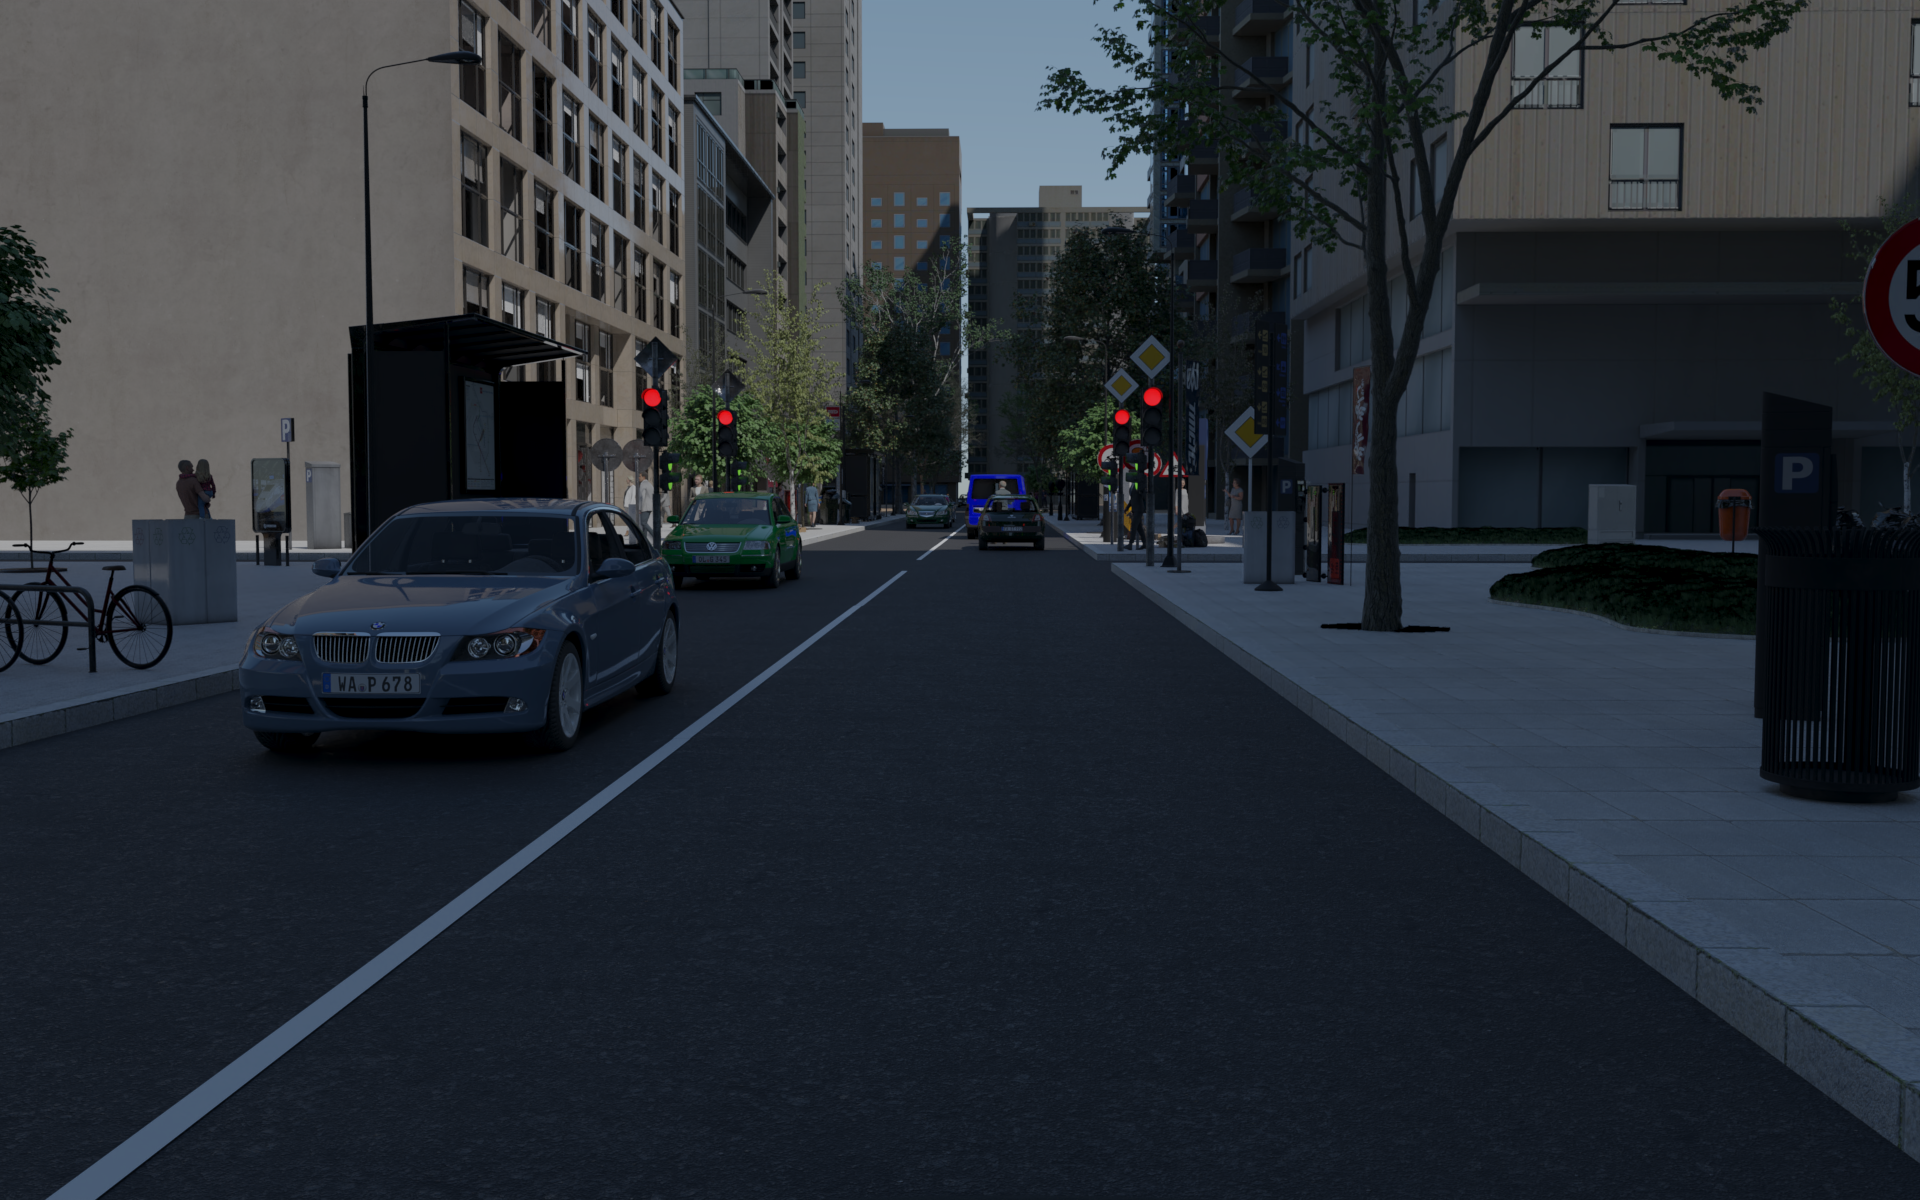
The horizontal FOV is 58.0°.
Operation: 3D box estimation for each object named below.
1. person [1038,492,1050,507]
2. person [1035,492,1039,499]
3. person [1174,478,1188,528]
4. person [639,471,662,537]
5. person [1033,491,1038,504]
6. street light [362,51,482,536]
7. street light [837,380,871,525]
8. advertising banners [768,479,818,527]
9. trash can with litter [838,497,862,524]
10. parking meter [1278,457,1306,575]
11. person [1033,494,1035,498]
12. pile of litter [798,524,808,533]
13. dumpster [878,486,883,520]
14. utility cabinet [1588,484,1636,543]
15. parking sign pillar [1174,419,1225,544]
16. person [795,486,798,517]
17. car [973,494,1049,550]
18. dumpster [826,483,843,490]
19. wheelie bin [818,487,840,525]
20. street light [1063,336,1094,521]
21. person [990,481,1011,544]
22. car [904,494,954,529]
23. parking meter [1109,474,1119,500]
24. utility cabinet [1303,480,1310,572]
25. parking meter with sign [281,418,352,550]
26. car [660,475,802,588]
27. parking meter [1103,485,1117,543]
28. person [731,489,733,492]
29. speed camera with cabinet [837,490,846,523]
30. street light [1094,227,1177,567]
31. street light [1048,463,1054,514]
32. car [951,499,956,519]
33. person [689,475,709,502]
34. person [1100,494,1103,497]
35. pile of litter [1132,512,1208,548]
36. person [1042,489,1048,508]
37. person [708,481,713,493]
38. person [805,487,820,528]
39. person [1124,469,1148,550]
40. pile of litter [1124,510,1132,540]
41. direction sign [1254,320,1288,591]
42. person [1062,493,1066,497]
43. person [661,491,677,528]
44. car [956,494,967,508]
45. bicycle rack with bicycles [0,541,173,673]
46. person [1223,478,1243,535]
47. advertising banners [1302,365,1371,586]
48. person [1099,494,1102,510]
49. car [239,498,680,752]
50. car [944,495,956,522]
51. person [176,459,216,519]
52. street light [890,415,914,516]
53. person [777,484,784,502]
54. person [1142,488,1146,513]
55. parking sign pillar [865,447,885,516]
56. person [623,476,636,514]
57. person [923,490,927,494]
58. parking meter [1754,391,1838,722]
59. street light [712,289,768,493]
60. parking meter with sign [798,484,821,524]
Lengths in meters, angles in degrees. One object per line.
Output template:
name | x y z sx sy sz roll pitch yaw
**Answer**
person | 8.565 -10.447 176.873 1.348 1.821 0.705 1 4 12
person | 7.864 -9.953 169.460 1.217 1.739 0.721 -1 4 -21
person | 6.326 -2.630 49.786 0.760 1.731 0.466 1 4 13
person | -7.676 -2.253 42.722 0.795 1.843 0.661 1 4 18
person | 7.626 -10.174 173.073 1.217 1.739 0.721 1 4 19
street light | -5.717 -2.802 18.349 1.470 5.913 1.316 0 4 2
street light | -4.331 -6.008 70.766 1.470 5.913 1.316 0 4 2
advertising banners | -6.581 -4.363 67.525 2.074 3.025 0.090 0 4 1
trash can with litter | -4.777 -3.900 75.155 1.055 1.170 0.624 1 4 19
parking meter | 5.256 -1.330 27.460 0.255 1.863 0.399 -3 5 -44
person | 7.861 -10.660 183.601 1.065 1.426 0.557 3 5 42
pile of litter | -5.668 -2.712 58.314 1.176 0.858 1.719 1 4 14
dumpster | -4.569 -4.961 86.871 1.264 1.857 1.865 0 4 2
utility cabinet | 14.845 -1.879 39.406 1.173 1.500 0.318 -2 4 -26
parking sign pillar | 6.175 -3.459 45.032 1.447 3.967 1.447 1 4 10
person | -9.194 -5.567 97.409 0.601 1.785 0.444 1 4 20
car | 1.342 -2.187 45.537 2.009 1.686 4.222 0 4 1
dumpster | -6.148 -4.971 87.031 1.264 1.857 1.865 0 4 1
wheelie bin | -5.460 -3.955 72.571 0.980 1.594 0.693 -2 4 -33
street light | 3.755 -4.805 51.096 1.470 5.913 1.316 0 4 2
person | 1.143 -2.496 49.481 0.661 1.801 0.590 -2 4 -28
car | -1.285 -3.767 73.391 2.131 1.459 4.920 0 4 2
parking meter | 4.439 -2.719 50.167 0.399 1.863 0.255 -1 4 -19
utility cabinet | 5.582 -1.218 28.590 0.318 1.500 1.173 1 4 14
parking meter with sign | -14.798 -2.694 40.304 1.738 3.016 0.543 -3 5 -44
car | -3.608 -1.161 27.774 1.959 1.807 4.718 0 4 1
parking meter | 3.983 -2.296 45.954 0.372 1.533 0.369 0 3 0
person | -10.833 -4.715 83.313 0.466 1.800 0.511 1 4 13
speed camera with cabinet | -6.054 -5.005 76.171 2.038 3.252 0.660 0 4 0
street light | 3.154 -3.531 30.280 1.470 5.913 1.316 0 4 2
street light | 4.544 -6.721 82.428 1.470 5.913 1.316 0 4 2
car | -1.178 -5.056 95.249 1.945 1.354 3.894 0 4 3
person | -6.421 -2.201 42.580 0.519 1.759 0.362 0 4 3
person | 12.064 -8.924 152.660 1.217 1.735 0.721 1 4 11
pile of litter | 5.259 -1.696 41.688 1.719 0.858 1.176 -2 4 -24
person | 7.824 -9.368 159.662 0.683 1.767 0.568 -1 4 -17
person | -9.145 -3.500 63.682 0.576 1.772 0.534 1 4 13
person | -5.673 -3.682 66.270 0.581 1.822 0.654 1 4 9
person | 3.981 -2.064 39.565 0.755 1.850 0.659 -1 4 -17
pile of litter | 5.111 -2.110 48.457 1.176 0.858 1.719 -1 4 -16
direction sign | 4.101 -1.890 22.900 0.379 3.537 0.876 3 4 37
person | 11.376 -10.779 183.009 1.217 1.736 0.721 1 4 18
person | -11.177 -3.634 65.733 0.850 1.792 0.678 -1 4 -9
car | 0.641 -10.722 185.086 2.009 1.686 4.222 0 4 2
bicycle rack with bicycles | -7.494 0.073 12.193 2.925 0.926 2.852 2 4 26
person | 8.571 -2.946 54.569 0.532 1.782 0.716 -2 4 -32
advertising banners | 5.331 -1.735 24.549 0.090 3.025 2.074 -1 4 -12
person | 11.304 -8.226 141.248 0.721 1.736 1.217 -1 4 -18
car | -2.981 0.050 11.191 2.014 1.417 4.499 0 4 2
car | -1.181 -4.559 86.548 2.014 1.417 4.499 0 4 3
person | -11.878 -1.281 26.956 0.580 1.828 0.573 -1 4 -23
street light | -3.409 -7.928 102.172 1.470 5.913 1.316 0 4 2
person | -8.351 -4.519 80.523 0.593 1.750 0.643 2 4 27
person | 12.395 -6.741 116.276 0.705 1.821 1.348 -2 4 -27
parking sign pillar | -5.088 -6.857 100.586 1.447 3.967 1.447 1 4 20
person | -9.980 -2.858 52.654 0.514 1.842 0.818 2 4 32
person | -3.804 -10.968 185.924 0.990 1.755 0.434 2 4 25
parking meter | 4.772 -0.255 9.876 0.399 1.863 0.255 2 4 26
street light | -5.056 -4.091 39.431 1.470 5.913 1.316 0 4 2
parking meter with sign | -6.566 -4.781 74.438 1.738 3.016 0.543 -3 5 -43
